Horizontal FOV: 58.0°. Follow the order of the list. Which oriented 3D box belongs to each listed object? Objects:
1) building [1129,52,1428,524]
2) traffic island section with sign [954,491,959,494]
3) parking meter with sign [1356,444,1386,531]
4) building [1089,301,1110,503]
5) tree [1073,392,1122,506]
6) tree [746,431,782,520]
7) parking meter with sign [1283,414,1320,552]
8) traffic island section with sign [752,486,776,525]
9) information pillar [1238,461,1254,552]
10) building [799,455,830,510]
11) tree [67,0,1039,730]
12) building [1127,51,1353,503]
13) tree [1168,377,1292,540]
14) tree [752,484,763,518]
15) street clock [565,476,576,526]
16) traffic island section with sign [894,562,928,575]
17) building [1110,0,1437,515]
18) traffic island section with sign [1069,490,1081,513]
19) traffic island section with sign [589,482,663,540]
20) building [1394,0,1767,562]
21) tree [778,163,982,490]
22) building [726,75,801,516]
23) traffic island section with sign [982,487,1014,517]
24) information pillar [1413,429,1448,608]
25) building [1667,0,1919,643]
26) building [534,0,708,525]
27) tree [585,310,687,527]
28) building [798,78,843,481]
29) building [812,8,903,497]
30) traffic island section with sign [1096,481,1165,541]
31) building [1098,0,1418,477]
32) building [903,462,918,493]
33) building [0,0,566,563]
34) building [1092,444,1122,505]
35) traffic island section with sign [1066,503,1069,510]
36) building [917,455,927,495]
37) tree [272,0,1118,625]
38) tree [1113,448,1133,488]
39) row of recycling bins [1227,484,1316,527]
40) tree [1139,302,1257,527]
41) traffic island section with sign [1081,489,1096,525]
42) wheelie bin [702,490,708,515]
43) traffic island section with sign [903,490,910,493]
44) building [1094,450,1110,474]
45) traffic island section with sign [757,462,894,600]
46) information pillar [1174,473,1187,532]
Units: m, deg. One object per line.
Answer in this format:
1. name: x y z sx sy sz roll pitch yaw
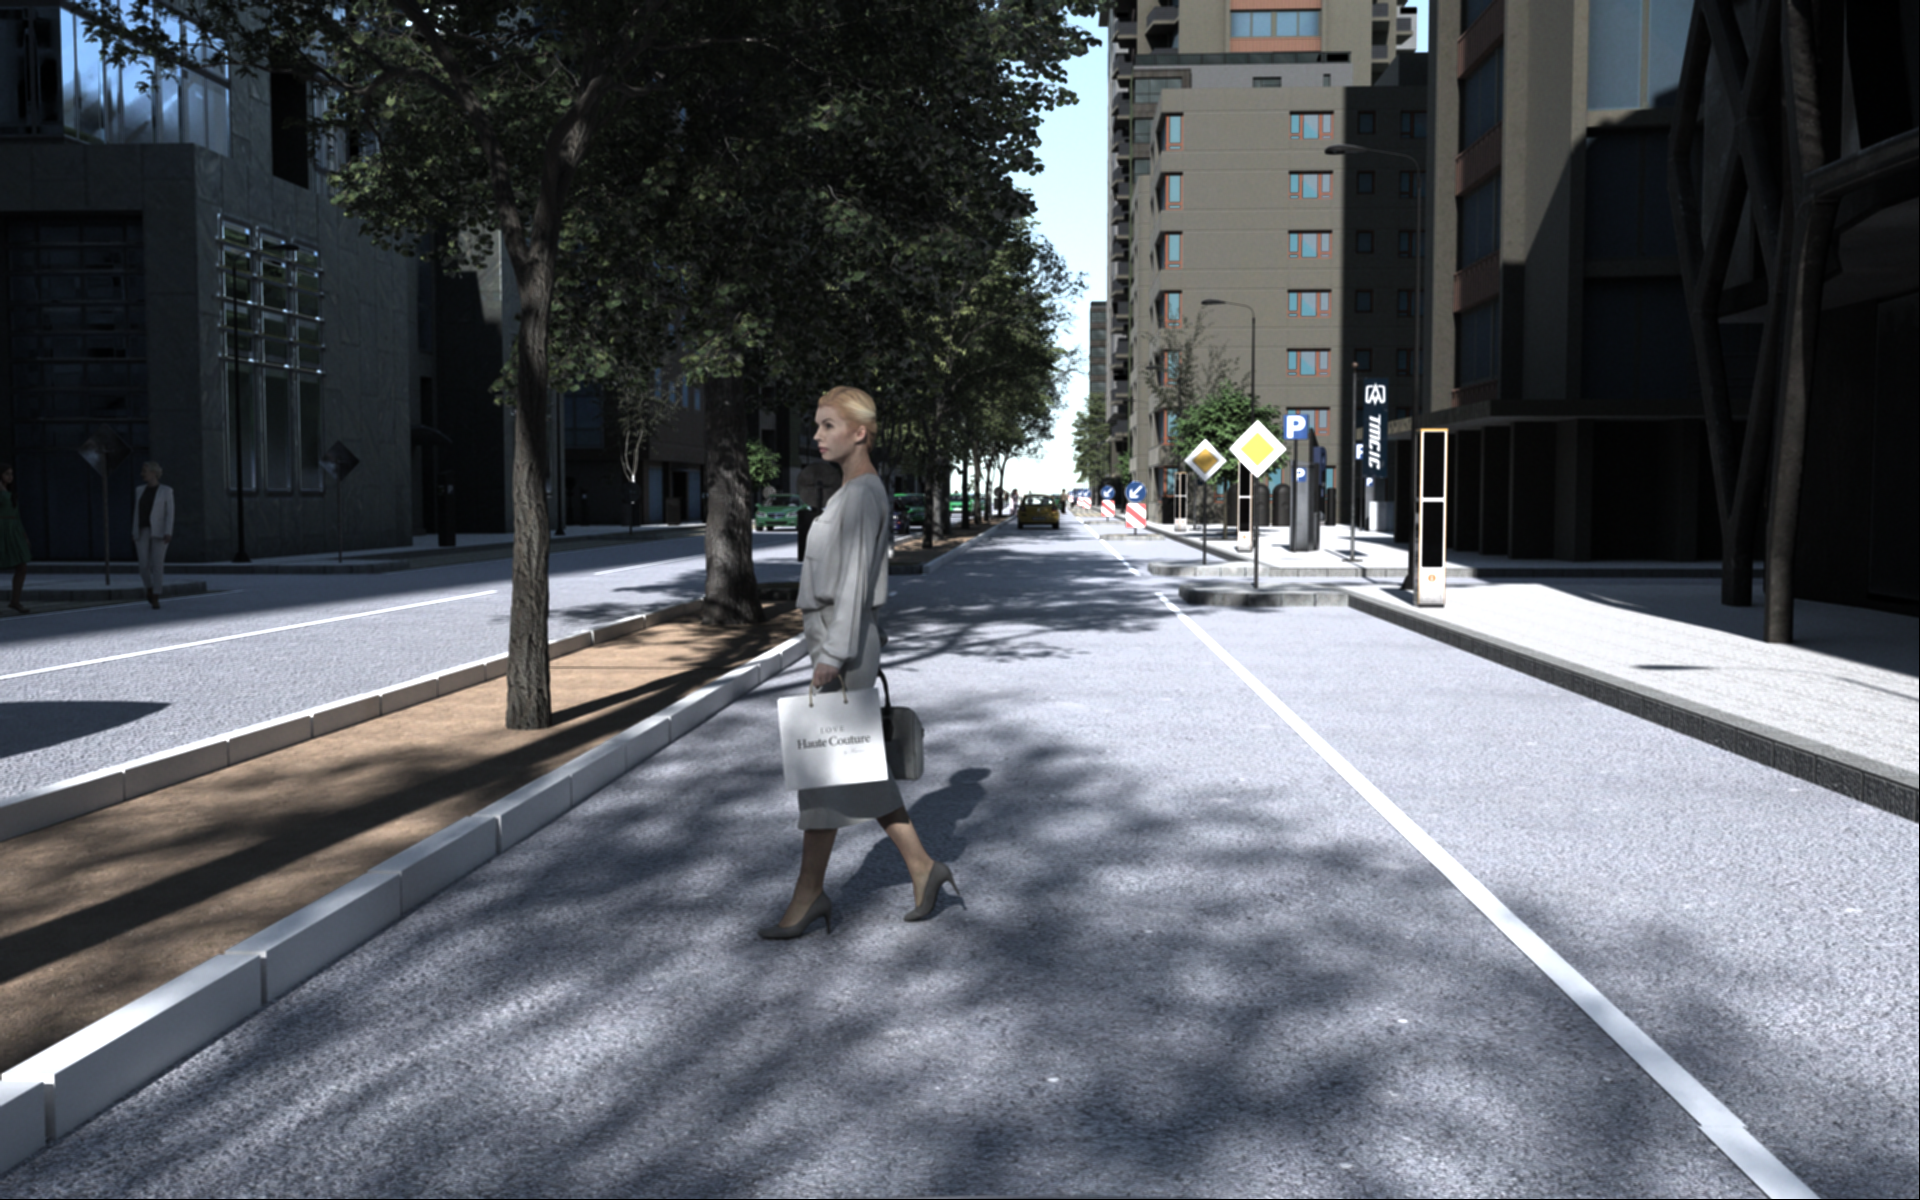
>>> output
1. building: 23.156 -14.850 87.845 27.650 21.520 28.899 0 4 3
2. traffic island section with sign: -0.435 -14.251 241.638 1.989 1.847 2.006 0 4 3
3. parking meter with sign: 14.497 -3.918 60.323 1.738 3.016 0.543 -3 5 -39
4. building: 26.257 -29.758 258.241 14.160 30.474 14.107 0 4 3
5. tree: 15.429 -16.748 191.949 7.486 12.596 7.792 0 3 0
6. tree: -10.824 -6.361 87.718 4.285 4.588 4.351 0 3 0
7. parking meter with sign: 7.689 -2.599 38.759 0.543 3.016 1.738 2 4 23
8. traffic island section with sign: -8.983 -4.458 81.516 1.989 1.847 2.006 0 4 3
9. information pillar: 6.297 -2.059 38.157 0.304 2.012 0.304 1 4 19
10. building: -19.716 -41.535 117.354 20.563 71.187 20.611 0 4 3
11. tree: -2.677 -4.468 9.916 8.767 10.594 7.601 0 4 3
12. building: 18.380 -21.138 117.309 14.160 30.474 14.107 0 4 3
13. tree: 7.531 -3.961 48.474 4.285 4.588 4.351 0 3 0
14. tree: -11.072 -5.964 92.120 1.663 3.219 1.824 0 3 0
15. street clock: -15.921 -4.044 70.690 0.471 2.002 0.358 2 4 24
16. traffic island section with sign: -1.639 -1.429 31.499 2.006 1.907 1.989 0 4 3
17. building: 23.347 -29.603 138.627 22.147 44.769 28.867 0 4 3
18. traffic island section with sign: 9.426 -7.457 130.542 1.989 1.847 2.006 0 4 3
19. traffic island section with sign: -10.424 -2.801 54.426 1.989 1.847 2.006 0 4 3
20. building: 24.657 -23.588 40.289 28.867 44.769 22.147 0 4 3
21. tree: -1.508 -4.945 33.672 4.360 8.622 3.978 0 3 0
22. building: -17.194 -20.081 100.025 14.160 30.474 14.107 0 4 3
23. traffic island section with sign: 2.356 -6.018 106.532 2.006 1.907 1.989 0 4 3
24. information pillar: 5.329 -0.926 19.626 0.304 2.012 0.304 0 4 4
25. building: 15.010 -8.904 13.036 16.820 18.784 16.811 0 4 3
26. building: -19.241 -26.120 77.169 14.600 45.320 14.200 0 4 3
27. tree: -12.706 -7.162 67.466 4.360 8.622 3.978 0 3 0
28. building: -24.584 -27.460 140.850 32.217 40.220 23.993 0 4 3
29. building: -16.922 -32.990 163.084 21.300 48.544 21.600 0 4 3
30. traffic island section with sign: 5.341 -2.777 54.038 1.989 1.847 2.006 0 4 3
31. building: 27.948 -35.315 166.640 28.713 52.752 27.495 0 4 3
32. building: -9.329 -34.949 255.008 14.154 41.232 14.086 0 4 3
33. building: -24.357 -44.827 45.598 22.319 86.520 31.000 0 4 3
34. building: 26.533 -47.119 208.647 20.563 71.187 20.611 0 4 3
35. traffic island section with sign: 10.865 -9.103 157.459 1.989 1.847 2.006 0 4 3
36. building: -11.038 -34.376 212.150 14.600 45.320 14.200 0 4 3
37. tree: -2.503 -6.698 18.628 9.857 13.997 8.962 0 3 0
38. tree: 11.293 -7.657 108.898 4.285 4.588 4.351 0 3 0
39. row of recycling bins: 12.392 -3.778 68.876 3.534 1.692 1.069 0 4 -4
40. tree: 8.926 -7.118 66.740 4.360 8.622 3.978 0 3 0
41. traffic island section with sign: 6.790 -4.431 81.079 1.989 1.847 2.006 0 4 3
42. wheelie bin: -11.191 -4.277 77.844 0.693 1.594 0.980 2 4 24
43. traffic island section with sign: -4.875 -9.165 158.480 1.989 1.847 2.006 0 4 3
44. building: 29.719 -56.338 233.803 22.319 86.520 31.000 0 4 3
45. traffic island section with sign: -2.043 -0.977 24.103 2.006 1.907 1.989 0 4 3
46. information pillar: 7.538 -3.347 59.212 0.304 2.012 0.304 -2 4 -32
